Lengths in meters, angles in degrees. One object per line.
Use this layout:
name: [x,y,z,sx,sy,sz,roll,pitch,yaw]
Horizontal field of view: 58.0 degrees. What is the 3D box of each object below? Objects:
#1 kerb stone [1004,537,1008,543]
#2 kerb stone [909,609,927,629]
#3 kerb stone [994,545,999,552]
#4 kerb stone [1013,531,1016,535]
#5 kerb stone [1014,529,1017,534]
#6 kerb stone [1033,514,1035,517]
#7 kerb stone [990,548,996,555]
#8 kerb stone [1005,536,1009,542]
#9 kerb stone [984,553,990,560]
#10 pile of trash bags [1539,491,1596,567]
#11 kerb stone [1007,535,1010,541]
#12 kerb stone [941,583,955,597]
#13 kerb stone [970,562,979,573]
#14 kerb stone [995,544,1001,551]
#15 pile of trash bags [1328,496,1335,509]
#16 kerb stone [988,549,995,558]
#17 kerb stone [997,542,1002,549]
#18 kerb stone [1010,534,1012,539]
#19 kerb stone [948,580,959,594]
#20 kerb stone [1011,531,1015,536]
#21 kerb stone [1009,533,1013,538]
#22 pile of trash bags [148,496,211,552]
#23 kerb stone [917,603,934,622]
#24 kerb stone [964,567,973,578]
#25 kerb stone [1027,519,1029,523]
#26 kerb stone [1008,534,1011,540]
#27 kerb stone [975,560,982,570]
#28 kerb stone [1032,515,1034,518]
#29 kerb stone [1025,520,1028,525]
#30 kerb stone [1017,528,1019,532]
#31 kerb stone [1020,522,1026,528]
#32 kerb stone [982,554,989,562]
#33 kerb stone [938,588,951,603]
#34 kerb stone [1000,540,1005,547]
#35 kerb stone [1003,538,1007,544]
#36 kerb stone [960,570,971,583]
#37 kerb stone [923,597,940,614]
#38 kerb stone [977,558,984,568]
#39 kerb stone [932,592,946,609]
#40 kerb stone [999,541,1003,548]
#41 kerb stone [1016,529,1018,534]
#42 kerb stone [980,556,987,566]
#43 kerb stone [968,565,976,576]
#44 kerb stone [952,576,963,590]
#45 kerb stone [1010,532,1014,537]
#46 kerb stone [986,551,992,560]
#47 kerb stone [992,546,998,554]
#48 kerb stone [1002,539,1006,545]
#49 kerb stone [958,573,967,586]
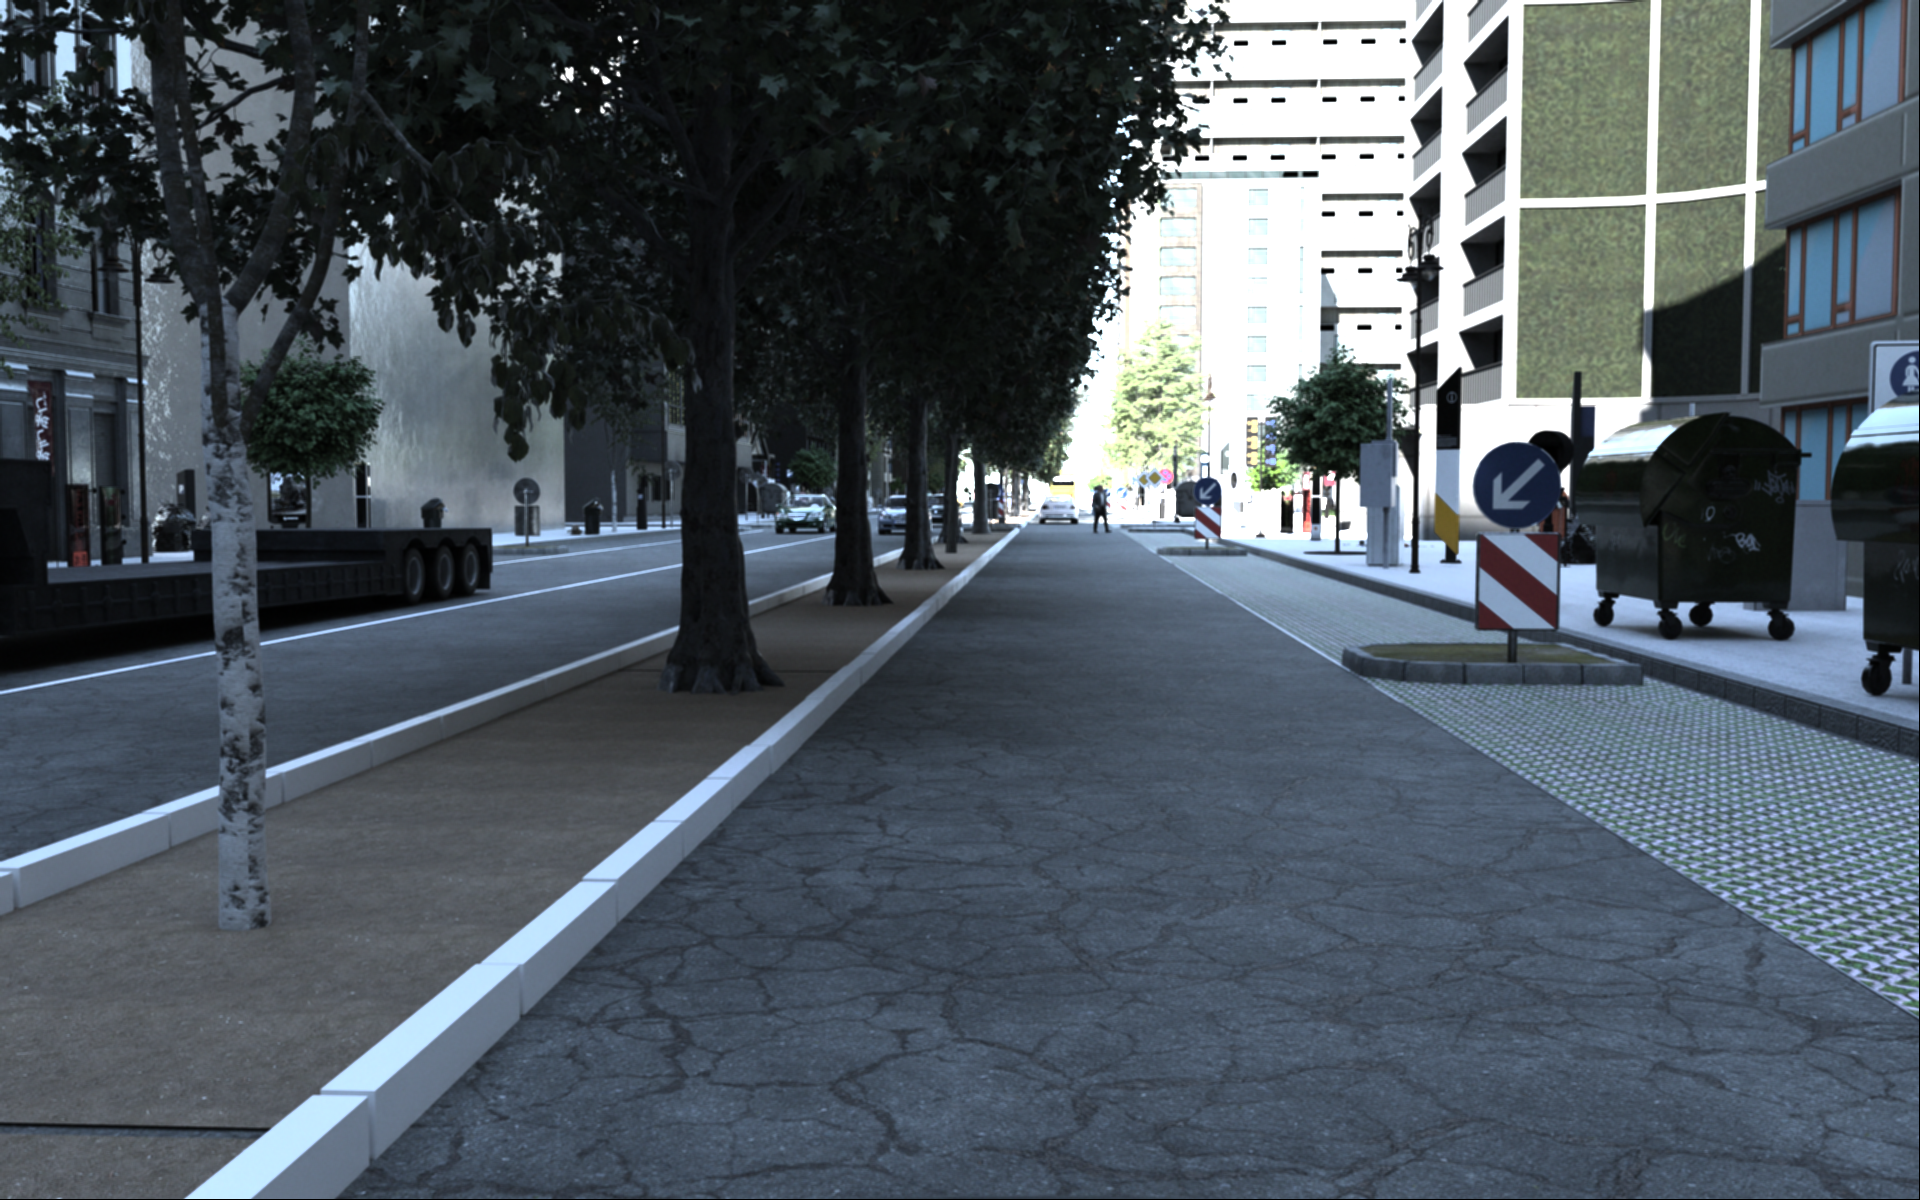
kerb stone: [1.198,-1.595,48.303,0.120,0.150,1.000,0,4,3]
kerb stone: [-0.481,0.229,18.559,0.120,0.150,1.000,0,4,3]
kerb stone: [0.792,-1.157,41.116,0.120,0.150,1.000,0,4,3]
kerb stone: [1.662,-2.096,56.494,0.120,0.150,1.000,0,4,3]
kerb stone: [1.778,-2.223,58.535,0.120,0.150,1.000,0,4,3]
kerb stone: [4.062,-4.696,98.976,0.120,0.150,1.000,0,4,3]
kerb stone: [0.680,-1.032,39.064,0.120,0.150,1.000,0,4,3]
kerb stone: [1.258,-1.660,49.330,0.120,0.150,1.000,0,4,3]
kerb stone: [0.500,-0.843,35.992,0.120,0.150,1.000,0,4,3]
pile of trash bags: [11.626,-1.333,31.554,3.447,1.369,1.912,-3,4,-38]
kerb stone: [1.311,-1.722,50.354,0.120,0.150,1.000,0,4,3]
kerb stone: [-0.199,-0.091,23.685,0.120,0.150,1.000,0,4,3]
kerb stone: [0.208,-0.531,30.880,0.120,0.150,1.000,0,4,3]
kerb stone: [0.855,-1.220,42.144,0.120,0.150,1.000,0,4,3]
pile of trash bags: [29.533,-7.533,132.915,3.447,1.369,1.912,1,4,15]
kerb stone: [0.625,-0.965,38.042,0.120,0.150,1.000,0,4,3]
kerb stone: [0.912,-1.283,43.168,0.120,0.150,1.000,0,4,3]
kerb stone: [1.431,-1.848,52.405,0.120,0.150,1.000,0,4,3]
kerb stone: [-0.136,-0.153,24.707,0.120,0.150,1.000,0,4,3]
kerb stone: [1.607,-2.029,55.473,0.120,0.150,1.000,0,4,3]
kerb stone: [1.493,-1.910,53.425,0.120,0.150,1.000,0,4,3]
pile of trash bags: [-18.133,-1.759,38.517,1.912,1.369,3.447,2,4,34]
kerb stone: [-0.418,0.164,19.579,0.120,0.150,1.000,0,4,3]
kerb stone: [0.094,-0.404,28.828,0.120,0.150,1.000,0,4,3]
kerb stone: [3.015,-3.570,80.570,0.120,0.150,1.000,0,4,3]
kerb stone: [1.376,-1.785,51.377,0.120,0.150,1.000,0,4,3]
kerb stone: [0.269,-0.594,31.905,0.120,0.150,1.000,0,4,3]
kerb stone: [3.889,-4.508,95.907,0.120,0.150,1.000,0,4,3]
kerb stone: [2.901,-3.445,78.529,0.120,0.150,1.000,0,4,3]
kerb stone: [1.952,-2.411,61.612,0.120,0.150,1.000,0,4,3]
kerb stone: [2.616,-3.132,73.411,0.120,0.150,1.000,0,4,3]
kerb stone: [0.449,-0.775,34.971,0.120,0.150,1.000,0,4,3]
kerb stone: [-0.242,-0.028,22.654,0.120,0.150,1.000,0,4,3]
kerb stone: [1.029,-1.408,45.223,0.120,0.150,1.000,0,4,3]
kerb stone: [1.144,-1.530,47.271,0.120,0.150,1.000,0,4,3]
kerb stone: [0.050,-0.338,27.792,0.120,0.150,1.000,0,4,3]
kerb stone: [-0.367,0.097,20.606,0.120,0.150,1.000,0,4,3]
kerb stone: [0.331,-0.653,32.930,0.120,0.150,1.000,0,4,3]
kerb stone: [-0.301,0.036,21.631,0.120,0.150,1.000,0,4,3]
kerb stone: [0.968,-1.346,44.203,0.120,0.150,1.000,0,4,3]
kerb stone: [1.830,-2.285,59.560,0.120,0.150,1.000,0,4,3]
kerb stone: [0.390,-0.719,33.950,0.120,0.150,1.000,0,4,3]
kerb stone: [0.157,-0.468,29.848,0.120,0.150,1.000,0,4,3]
kerb stone: [-0.074,-0.214,25.731,0.120,0.150,1.000,0,4,3]
kerb stone: [1.547,-1.973,54.446,0.120,0.150,1.000,0,4,3]
kerb stone: [0.554,-0.905,37.022,0.120,0.150,1.000,0,4,3]
kerb stone: [0.739,-1.091,40.084,0.120,0.150,1.000,0,4,3]
kerb stone: [1.089,-1.471,46.250,0.120,0.150,1.000,0,4,3]
kerb stone: [-0.017,-0.278,26.766,0.120,0.150,1.000,0,4,3]
